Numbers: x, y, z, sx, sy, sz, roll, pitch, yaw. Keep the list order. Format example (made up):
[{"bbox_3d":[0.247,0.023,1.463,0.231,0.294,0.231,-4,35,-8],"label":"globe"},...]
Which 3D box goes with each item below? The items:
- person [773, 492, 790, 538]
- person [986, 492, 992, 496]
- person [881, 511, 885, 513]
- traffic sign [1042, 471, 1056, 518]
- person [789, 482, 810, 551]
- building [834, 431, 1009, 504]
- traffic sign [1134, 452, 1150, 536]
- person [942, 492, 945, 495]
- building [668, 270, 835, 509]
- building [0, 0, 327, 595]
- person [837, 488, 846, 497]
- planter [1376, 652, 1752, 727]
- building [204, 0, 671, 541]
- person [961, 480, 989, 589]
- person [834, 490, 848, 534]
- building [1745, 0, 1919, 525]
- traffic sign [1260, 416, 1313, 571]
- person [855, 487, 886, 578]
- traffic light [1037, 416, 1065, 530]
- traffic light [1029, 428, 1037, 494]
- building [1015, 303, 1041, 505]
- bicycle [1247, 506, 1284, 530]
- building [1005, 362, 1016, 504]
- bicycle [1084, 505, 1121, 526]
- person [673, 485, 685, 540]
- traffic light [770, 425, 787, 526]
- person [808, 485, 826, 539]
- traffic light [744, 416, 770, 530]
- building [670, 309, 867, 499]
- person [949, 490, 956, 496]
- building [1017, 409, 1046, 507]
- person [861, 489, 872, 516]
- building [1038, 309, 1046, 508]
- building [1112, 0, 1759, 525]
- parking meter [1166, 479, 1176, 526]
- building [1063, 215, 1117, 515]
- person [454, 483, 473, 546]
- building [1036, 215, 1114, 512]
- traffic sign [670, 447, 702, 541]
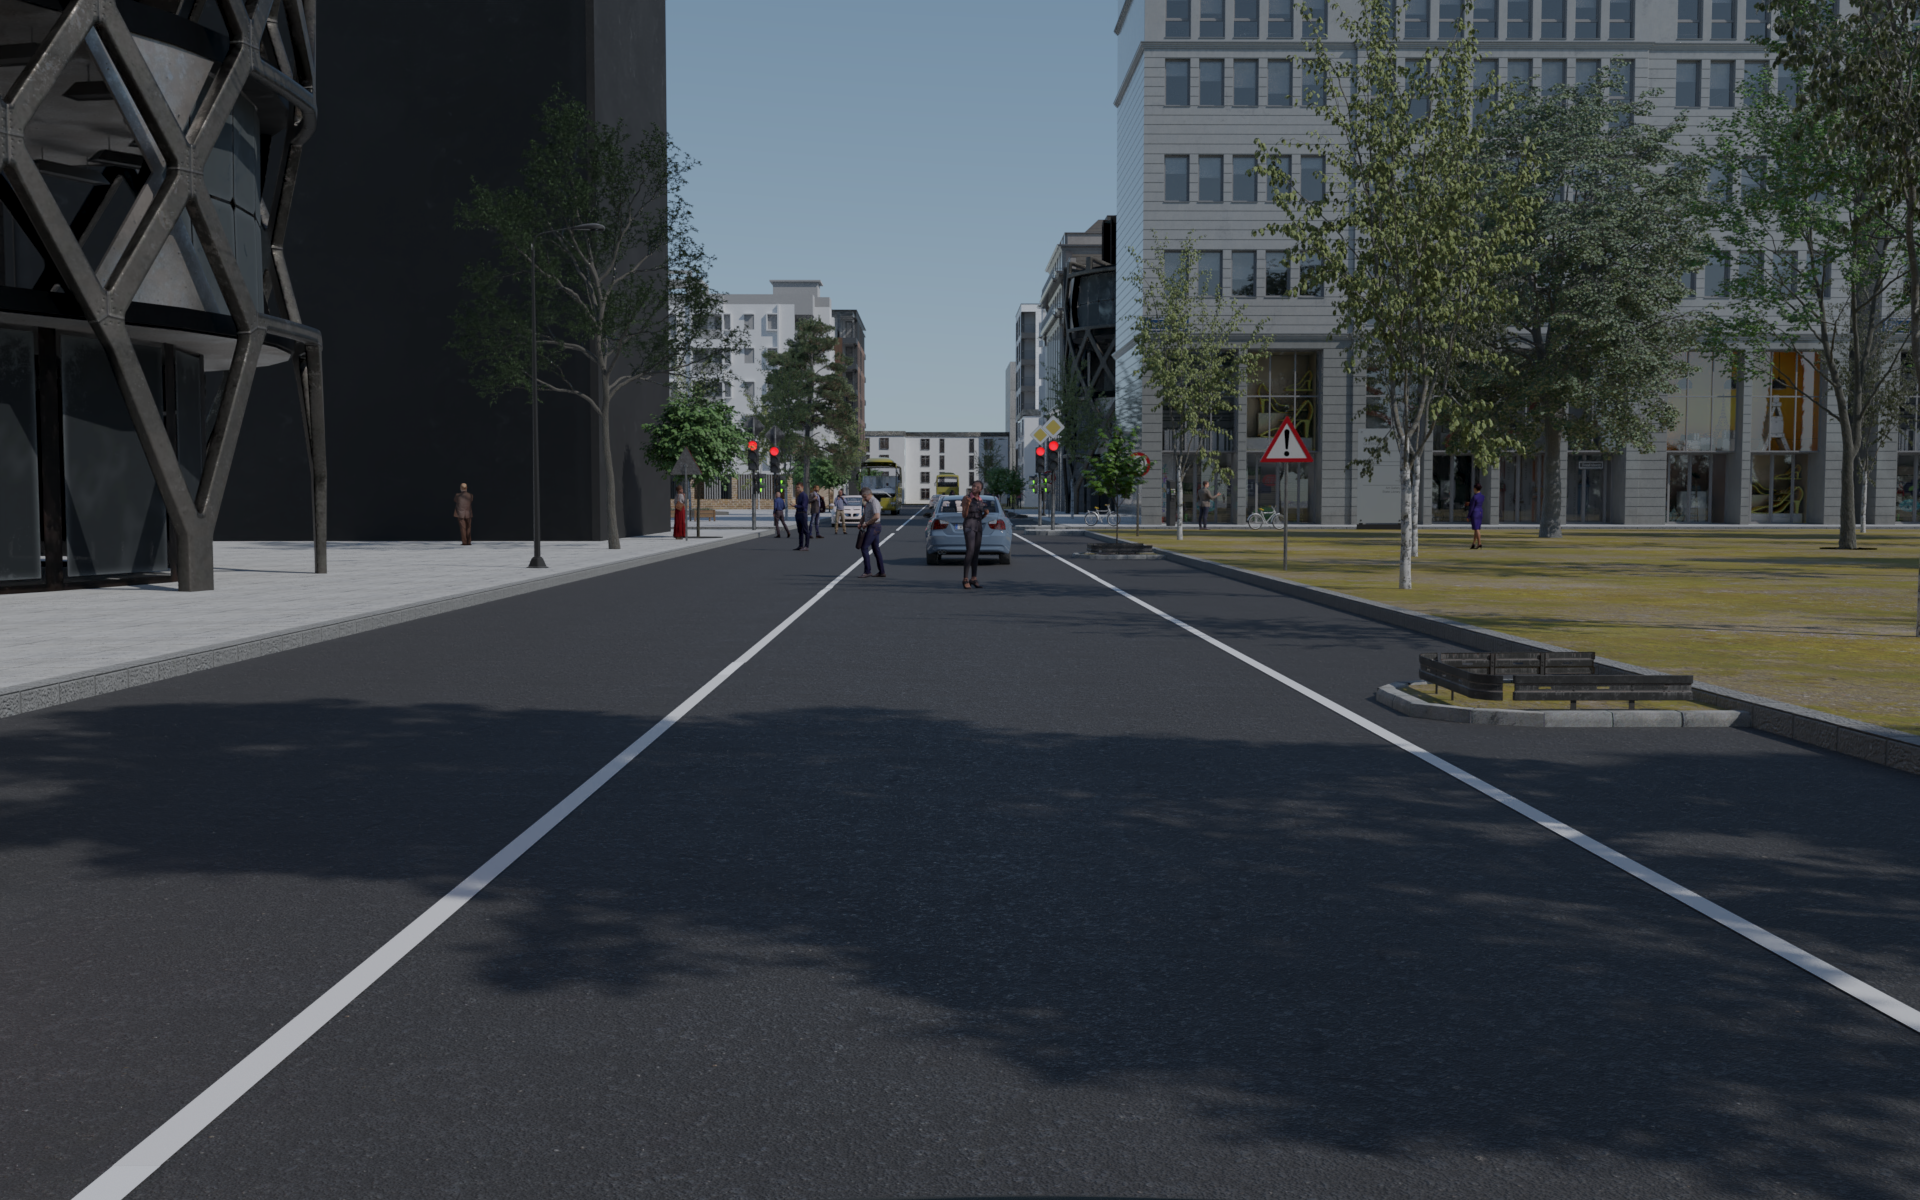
[{"bbox_3d":[-5.922,-2.800,56.981,0.574,1.496,0.600,-1,4,-20],"label":"person"},{"bbox_3d":[2.405,-8.190,143.331,0.541,1.710,0.530,-1,4,-12],"label":"person"},{"bbox_3d":[-5.815,-7.312,130.015,0.435,1.587,0.963,3,5,39],"label":"person"},{"bbox_3d":[4.853,-5.761,94.293,0.768,2.556,0.104,1,4,9],"label":"traffic sign"},{"bbox_3d":[-4.078,-2.122,43.893,0.504,1.737,0.576,-3,4,-39],"label":"person"},{"bbox_3d":[-7.391,-17.881,234.508,28.070,9.664,9.099,0,4,-1],"label":"building"},{"bbox_3d":[5.391,-3.205,52.500,0.768,2.556,0.104,0,4,2],"label":"traffic sign"},{"bbox_3d":[-1.147,-6.597,118.574,0.429,1.552,0.499,2,4,34],"label":"person"},{"bbox_3d":[-18.853,-18.007,150.827,16.016,20.091,11.380,0,4,-1],"label":"building"},{"bbox_3d":[-18.080,-9.535,23.347,16.820,18.784,16.811,0,4,-1],"label":"building"},{"bbox_3d":[-6.253,-5.024,91.343,0.576,1.737,0.504,0,4,-7],"label":"person"},{"bbox_3d":[3.885,0.581,11.636,1.991,0.319,1.994,0,4,-1],"label":"planter"},{"bbox_3d":[-17.725,-13.617,52.320,15.834,23.373,12.332,0,4,-1],"label":"building"},{"bbox_3d":[0.229,-0.995,26.236,0.415,1.643,0.593,0,4,2],"label":"person"},{"bbox_3d":[-4.269,-3.144,61.971,0.516,1.574,0.319,-1,4,-15],"label":"person"},{"bbox_3d":[52.944,-18.324,77.090,29.804,29.767,11.434,0,4,-1],"label":"building"},{"bbox_3d":[5.456,-1.773,28.989,0.884,2.594,0.081,0,4,2],"label":"traffic sign"},{"bbox_3d":[-1.528,-1.160,29.681,0.590,1.554,0.614,-1,4,-18],"label":"person"},{"bbox_3d":[3.277,-4.415,61.422,0.839,4.213,0.868,0,4,-1],"label":"traffic light"},{"bbox_3d":[3.186,-4.903,69.406,0.839,4.213,0.868,0,4,-1],"label":"traffic light"},{"bbox_3d":[20.291,-21.905,202.121,27.936,21.610,32.646,0,4,-1],"label":"building"},{"bbox_3d":[11.009,-2.996,62.211,1.543,0.972,0.635,-1,4,-12],"label":"bicycle"},{"bbox_3d":[22.328,-22.825,239.646,31.486,18.905,16.747,0,4,-1],"label":"building"},{"bbox_3d":[5.644,-3.413,69.025,1.543,0.972,0.635,1,4,17],"label":"bicycle"},{"bbox_3d":[-7.886,-2.458,48.699,0.387,1.526,0.523,-2,4,-33],"label":"person"},{"bbox_3d":[-7.374,-4.895,69.271,0.839,4.213,0.868,0,4,-1],"label":"traffic light"},{"bbox_3d":[-4.609,-2.843,55.810,0.431,1.722,0.655,2,4,34],"label":"person"},{"bbox_3d":[-7.283,-4.406,61.287,0.839,4.213,0.868,0,4,-1],"label":"traffic light"},{"bbox_3d":[-27.867,-22.111,205.485,32.646,21.610,27.936,0,4,-1],"label":"building"},{"bbox_3d":[-0.314,-4.862,89.455,0.593,1.643,0.415,-1,4,-20],"label":"person"},{"bbox_3d":[10.772,-14.024,171.445,9.099,9.664,28.070,0,4,-1],"label":"building"},{"bbox_3d":[-3.174,-3.088,60.699,0.593,1.614,0.444,-1,4,-9],"label":"person"},{"bbox_3d":[15.001,-18.044,151.442,16.016,20.091,11.380,0,4,-1],"label":"building"},{"bbox_3d":[22.217,-18.306,76.802,29.804,29.767,11.434,0,4,-1],"label":"building"},{"bbox_3d":[8.422,-3.879,69.131,0.255,1.863,0.399,-1,4,-21],"label":"parking meter"},{"bbox_3d":[15.033,-14.968,112.175,16.820,18.784,16.811,0,4,-1],"label":"building"},{"bbox_3d":[-12.391,-2.133,43.185,0.482,1.546,0.388,-2,4,-29],"label":"person"},{"bbox_3d":[13.148,-17.796,132.765,13.314,21.916,24.055,0,4,-1],"label":"building"},{"bbox_3d":[-7.488,-2.897,47.364,0.884,2.594,0.081,0,4,2],"label":"traffic sign"}]
